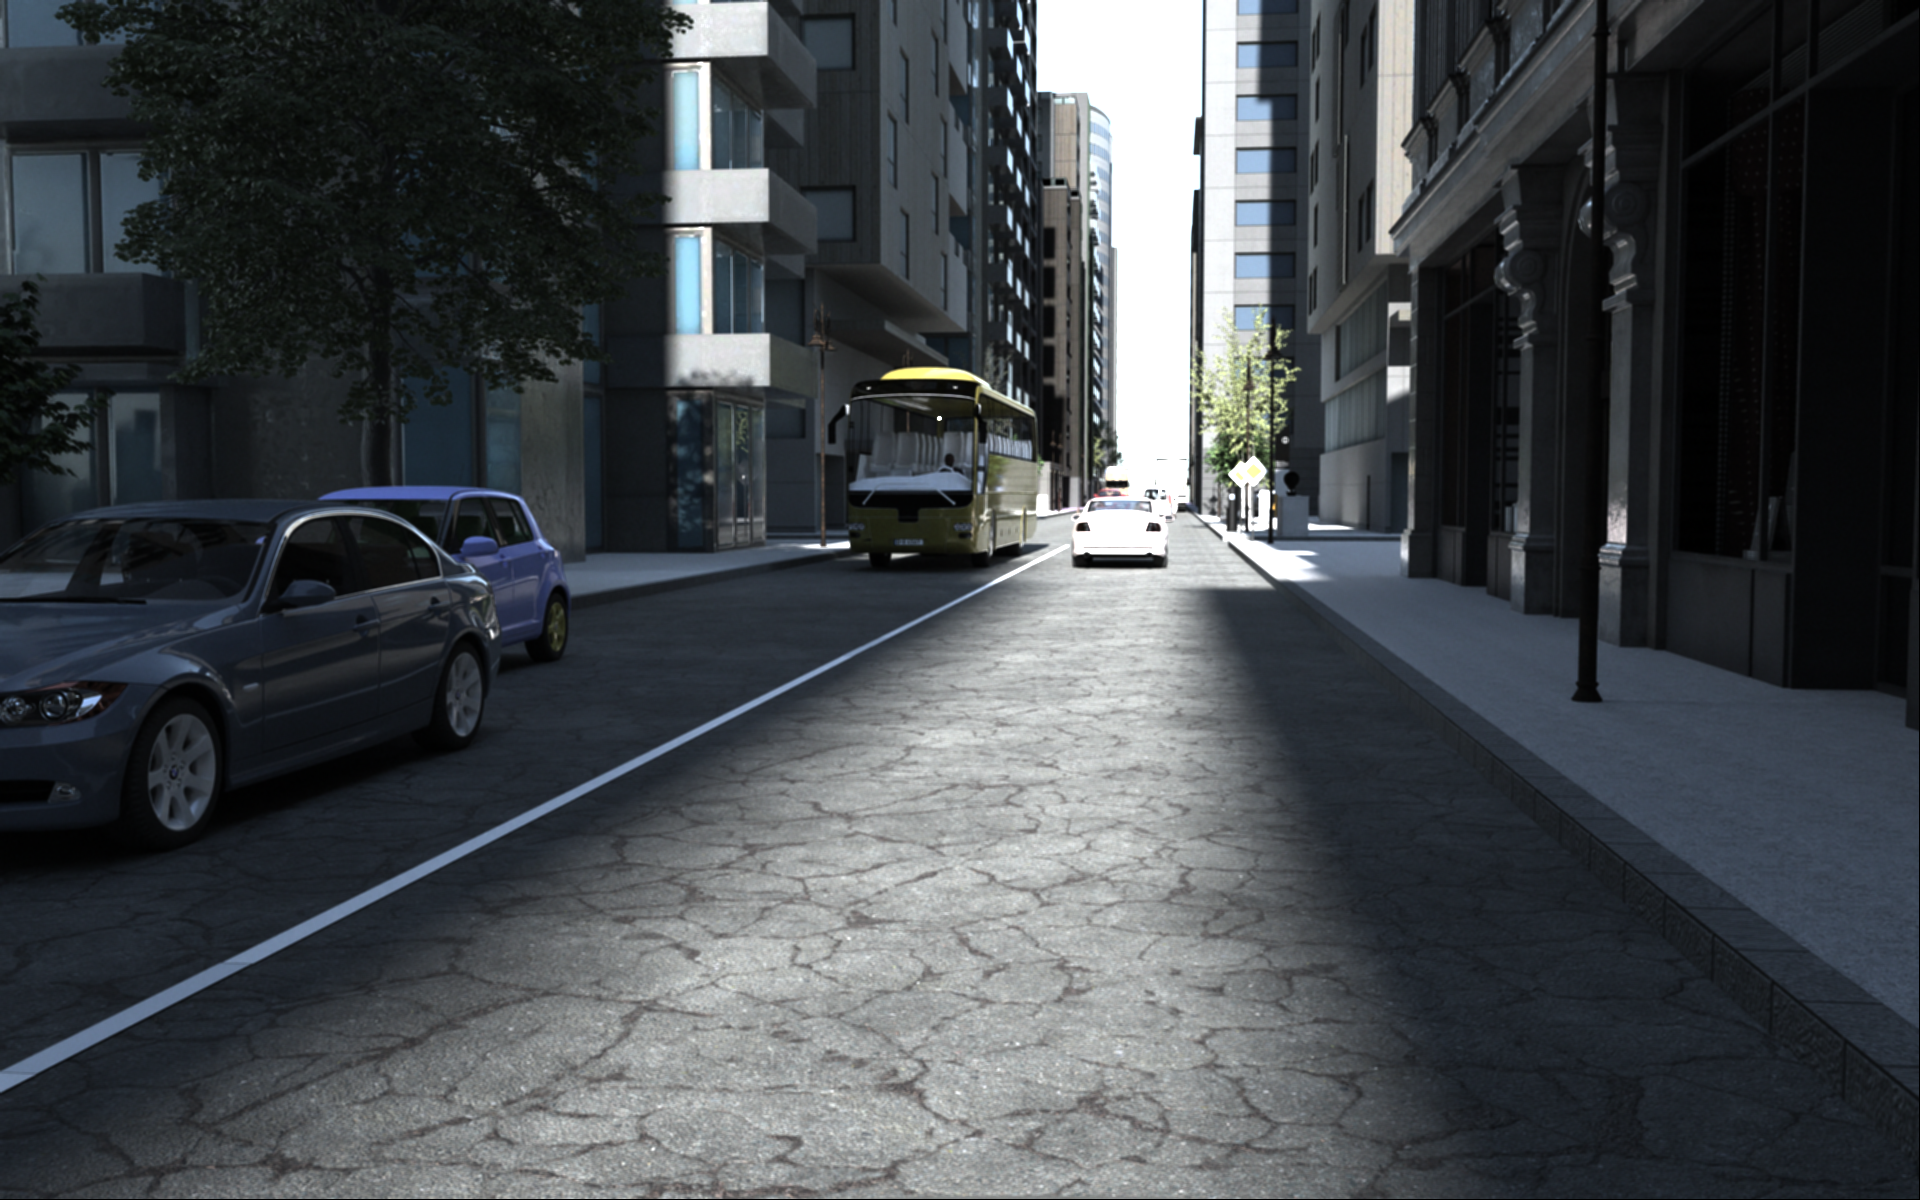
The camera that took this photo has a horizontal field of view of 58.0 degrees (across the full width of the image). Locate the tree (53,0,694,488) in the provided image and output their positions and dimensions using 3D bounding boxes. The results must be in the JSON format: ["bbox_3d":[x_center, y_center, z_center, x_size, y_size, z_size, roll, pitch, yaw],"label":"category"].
[{"bbox_3d":[-6.795,-6.265,20.561,7.486,12.596,7.792,0,3,0],"label":"tree"}]

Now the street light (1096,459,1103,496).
[{"bbox_3d":[15.914,-13.897,199.997,0.468,5.910,1.993,0,4,7],"label":"street light"}]

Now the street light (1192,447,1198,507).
[{"bbox_3d":[23.258,-12.047,169.755,0.468,5.910,1.993,0,4,7],"label":"street light"}]

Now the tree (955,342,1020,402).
[{"bbox_3d":[0.909,-8.231,84.935,4.360,8.622,3.978,0,3,0],"label":"tree"}]

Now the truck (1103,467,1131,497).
[{"bbox_3d":[16.680,-11.925,183.889,2.839,4.237,11.283,0,4,5],"label":"truck"}]

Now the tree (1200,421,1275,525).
[{"bbox_3d":[11.874,-5.493,73.522,4.285,4.588,4.351,0,3,0],"label":"tree"}]

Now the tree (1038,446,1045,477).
[{"bbox_3d":[2.989,-6.746,94.012,4.285,4.588,4.351,0,3,0],"label":"tree"}]

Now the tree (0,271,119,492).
[{"bbox_3d":[-7.184,-1.120,12.917,1.663,3.219,1.824,0,3,0],"label":"tree"}]

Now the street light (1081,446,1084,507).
[{"bbox_3d":[11.701,-11.800,165.715,0.468,5.910,1.993,0,4,7],"label":"street light"}]

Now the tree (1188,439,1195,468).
[{"bbox_3d":[29.632,-16.012,212.154,4.360,8.622,3.978,0,3,0],"label":"tree"}]

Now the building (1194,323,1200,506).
[{"bbox_3d":[39.626,-20.992,188.253,27.650,21.520,28.899,0,4,7],"label":"building"}]

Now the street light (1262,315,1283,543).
[{"bbox_3d":[8.077,-4.408,44.856,0.468,5.910,1.993,0,4,7],"label":"street light"}]

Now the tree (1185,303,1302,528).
[{"bbox_3d":[10.792,-7.076,66.062,4.737,8.622,4.395,0,3,0],"label":"tree"}]

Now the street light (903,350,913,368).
[{"bbox_3d":[-1.659,-5.054,55.422,0.468,5.910,1.993,0,4,7],"label":"street light"}]

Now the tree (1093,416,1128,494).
[{"bbox_3d":[16.768,-16.675,207.053,7.601,10.594,8.767,-2,4,-29],"label":"tree"}]

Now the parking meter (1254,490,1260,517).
[{"bbox_3d":[16.416,-5.345,95.795,0.372,1.533,0.369,0,3,0],"label":"parking meter"}]

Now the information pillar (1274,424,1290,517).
[{"bbox_3d":[10.709,-4.046,57.506,0.504,3.616,0.183,1,4,9],"label":"information pillar"}]

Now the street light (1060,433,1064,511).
[{"bbox_3d":[7.616,-9.702,131.417,0.468,5.910,1.993,0,4,7],"label":"street light"}]

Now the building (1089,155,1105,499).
[{"bbox_3d":[6.962,-37.250,228.644,23.786,49.044,30.456,0,4,7],"label":"building"}]

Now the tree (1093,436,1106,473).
[{"bbox_3d":[14.308,-15.015,195.863,4.737,8.622,4.395,0,3,0],"label":"tree"}]

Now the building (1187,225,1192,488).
[{"bbox_3d":[43.870,-38.430,278.435,14.600,45.320,14.200,0,4,7],"label":"building"}]

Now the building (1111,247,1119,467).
[{"bbox_3d":[18.184,-36.421,279.074,14.154,41.232,14.086,0,4,7],"label":"building"}]

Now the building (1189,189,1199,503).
[{"bbox_3d":[45.368,-38.865,259.136,21.300,48.544,21.600,0,4,7],"label":"building"}]

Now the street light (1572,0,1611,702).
[{"bbox_3d":[3.891,-2.311,10.571,0.468,5.910,1.993,0,4,7],"label":"street light"}]

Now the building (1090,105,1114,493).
[{"bbox_3d":[11.667,-43.794,258.029,21.231,58.520,28.212,0,4,7],"label":"building"}]

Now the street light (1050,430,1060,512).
[{"bbox_3d":[6.718,-9.293,124.735,0.468,5.910,1.993,0,4,7],"label":"street light"}]

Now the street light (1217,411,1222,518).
[{"bbox_3d":[13.983,-7.371,93.310,0.468,5.910,1.993,0,4,7],"label":"street light"}]

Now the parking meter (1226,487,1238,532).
[{"bbox_3d":[9.266,-3.093,58.979,0.372,1.533,0.369,0,3,0],"label":"parking meter"}]

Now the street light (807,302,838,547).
[{"bbox_3d":[-3.317,-4.225,41.861,0.468,5.910,1.993,0,4,7],"label":"street light"}]

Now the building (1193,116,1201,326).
[{"bbox_3d":[45.904,-39.437,234.037,28.713,52.752,27.495,0,4,7],"label":"building"}]

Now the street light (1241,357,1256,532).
[{"bbox_3d":[9.741,-5.249,58.605,0.468,5.910,1.993,0,4,7],"label":"street light"}]

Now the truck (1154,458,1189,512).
[{"bbox_3d":[17.116,-9.253,140.198,2.839,4.237,11.283,0,4,7],"label":"truck"}]

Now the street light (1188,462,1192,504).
[{"bbox_3d":[27.484,-14.144,204.036,0.468,5.910,1.993,0,4,7],"label":"street light"}]
